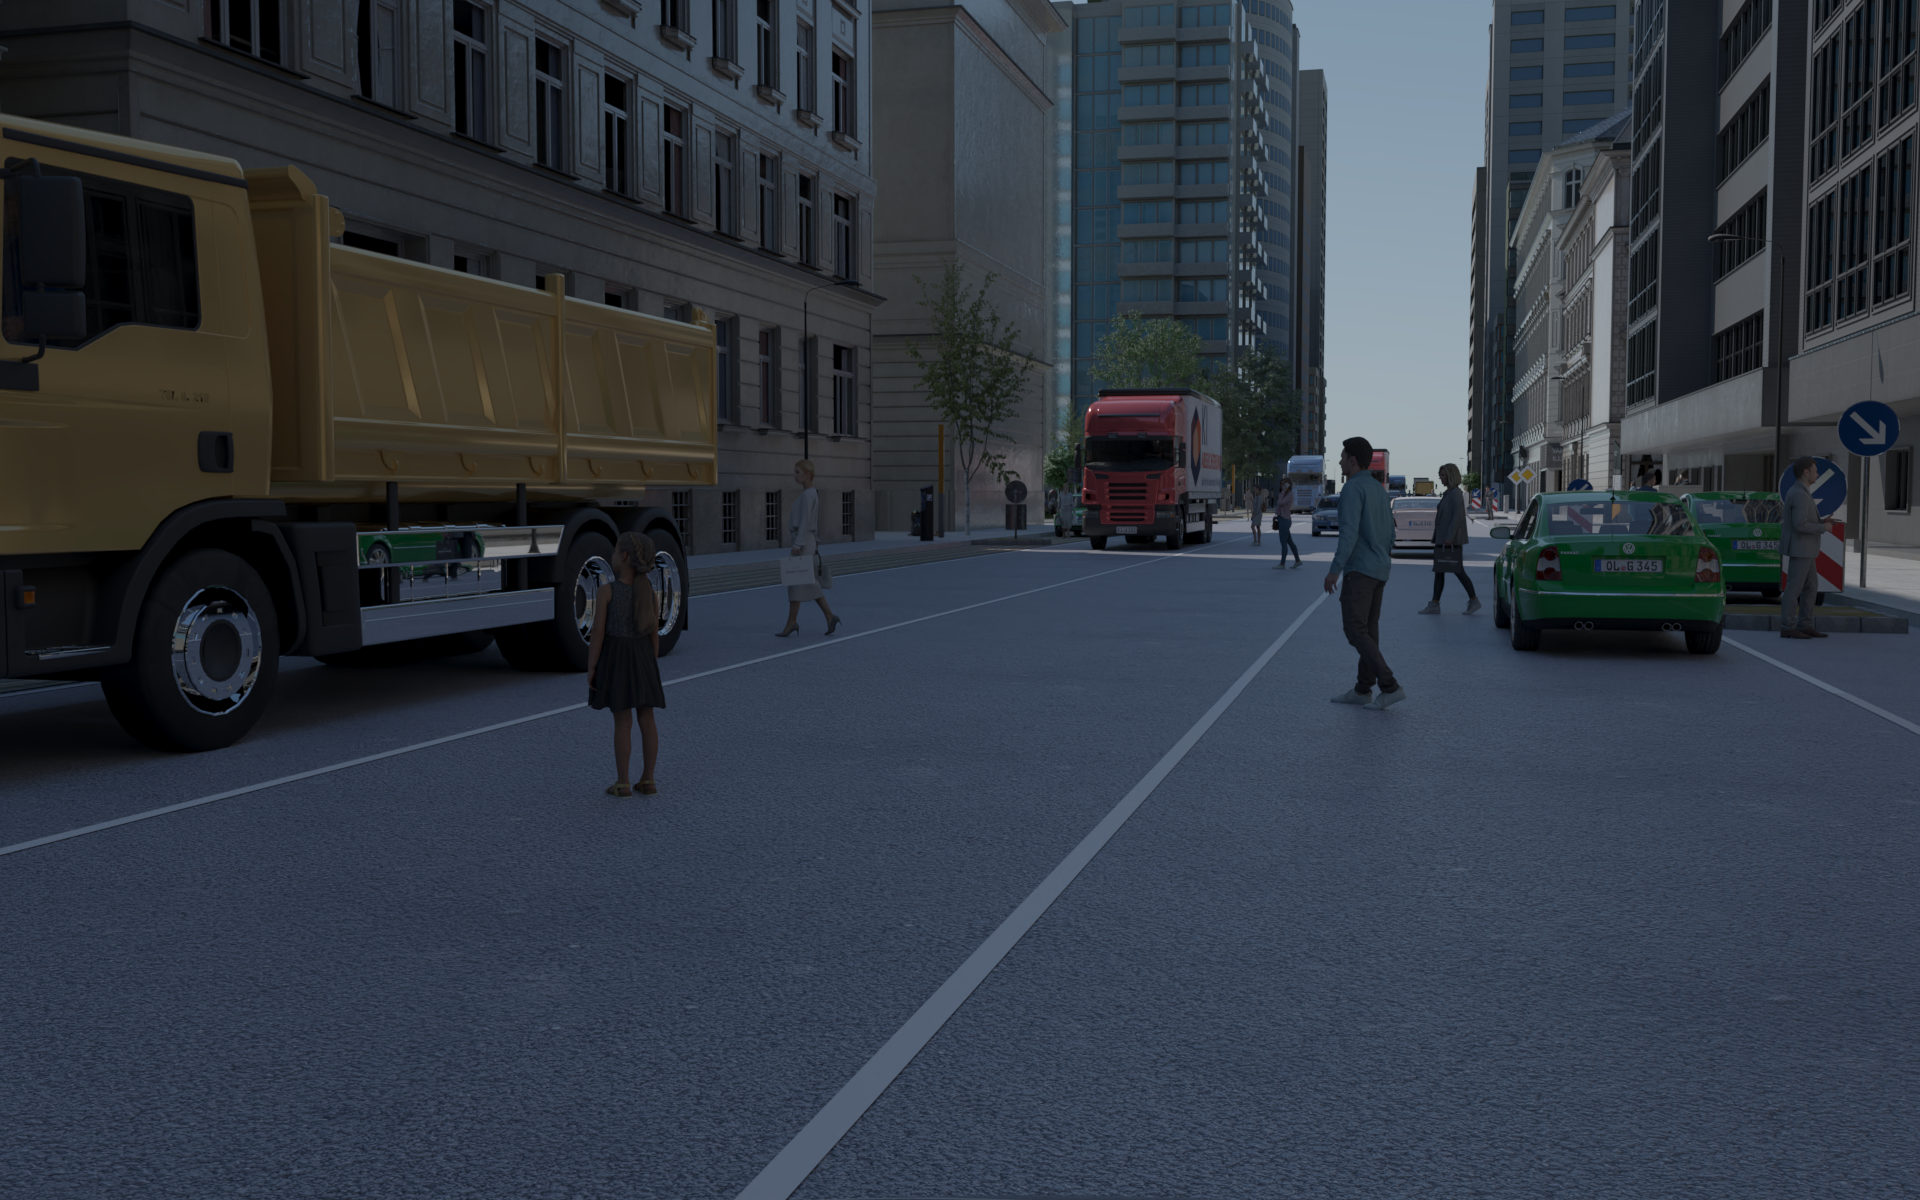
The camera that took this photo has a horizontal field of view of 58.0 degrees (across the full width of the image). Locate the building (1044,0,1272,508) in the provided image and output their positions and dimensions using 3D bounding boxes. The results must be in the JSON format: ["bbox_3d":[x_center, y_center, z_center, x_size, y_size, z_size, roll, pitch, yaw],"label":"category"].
[{"bbox_3d":[18.371,-33.723,170.979,23.786,49.044,30.456,1,4,15],"label":"building"}]

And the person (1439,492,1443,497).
[{"bbox_3d":[83.228,-17.838,299.777,1.348,1.869,0.705,0,4,3],"label":"person"}]

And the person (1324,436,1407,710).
[{"bbox_3d":[2.753,-0.191,11.646,0.620,1.820,0.660,2,4,34],"label":"person"}]

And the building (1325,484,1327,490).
[{"bbox_3d":[42.700,-35.917,279.130,32.217,40.220,23.993,1,4,15],"label":"building"}]

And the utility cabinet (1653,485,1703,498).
[{"bbox_3d":[17.883,-2.111,43.202,1.173,1.500,0.318,0,4,-7],"label":"utility cabinet"}]

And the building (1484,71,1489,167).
[{"bbox_3d":[95.675,-52.016,288.718,20.563,71.187,20.611,1,4,15],"label":"building"}]

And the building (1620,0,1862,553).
[{"bbox_3d":[28.473,-14.131,50.114,14.314,24.678,30.058,1,4,15],"label":"building"}]

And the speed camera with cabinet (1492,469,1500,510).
[{"bbox_3d":[42.321,-8.709,136.728,0.660,3.252,2.038,1,4,16],"label":"speed camera with cabinet"}]

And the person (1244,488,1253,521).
[{"bbox_3d":[15.482,-5.132,92.742,0.599,1.781,0.374,0,4,2],"label":"person"}]

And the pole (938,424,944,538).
[{"bbox_3d":[-0.545,-3.484,50.809,0.158,3.312,0.155,0,3,0],"label":"pole"}]

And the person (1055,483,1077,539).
[{"bbox_3d":[3.403,-2.825,55.047,0.694,1.780,0.624,1,4,17],"label":"person"}]

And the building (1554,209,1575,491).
[{"bbox_3d":[38.679,-14.078,94.801,10.561,19.102,19.286,1,4,15],"label":"building"}]

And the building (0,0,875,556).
[{"bbox_3d":[-13.022,-12.360,35.366,16.112,22.955,30.059,1,4,15],"label":"building"}]

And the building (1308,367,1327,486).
[{"bbox_3d":[38.719,-24.973,253.350,27.650,21.520,28.899,1,4,15],"label":"building"}]

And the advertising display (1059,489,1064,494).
[{"bbox_3d":[8.931,-8.941,151.397,0.123,1.923,0.974,2,4,35],"label":"advertising display"}]

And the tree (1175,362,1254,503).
[{"bbox_3d":[15.686,-10.927,113.068,7.601,10.594,8.767,1,4,15],"label":"tree"}]

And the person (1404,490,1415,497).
[{"bbox_3d":[40.660,-9.058,156.678,1.350,1.814,0.705,0,4,6],"label":"person"}]

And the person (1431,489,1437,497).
[{"bbox_3d":[33.477,-6.968,122.817,0.834,1.777,0.661,3,4,39],"label":"person"}]

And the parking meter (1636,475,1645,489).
[{"bbox_3d":[21.311,-2.962,54.136,0.255,1.863,0.399,-1,4,-9],"label":"parking meter"}]

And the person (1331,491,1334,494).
[{"bbox_3d":[58.830,-16.399,274.246,1.350,1.814,0.705,0,4,-3],"label":"person"}]

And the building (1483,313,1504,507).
[{"bbox_3d":[68.338,-20.251,176.143,27.650,21.520,28.899,1,4,15],"label":"building"}]

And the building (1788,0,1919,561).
[{"bbox_3d":[21.497,-14.059,23.367,14.314,27.812,24.014,1,4,15],"label":"building"}]

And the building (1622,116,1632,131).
[{"bbox_3d":[38.570,-13.082,78.515,19.286,19.102,10.561,1,4,15],"label":"building"}]

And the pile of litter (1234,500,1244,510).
[{"bbox_3d":[22.402,-7.795,141.419,1.719,0.858,1.176,1,4,13],"label":"pile of litter"}]

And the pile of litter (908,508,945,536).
[{"bbox_3d":[-1.056,-2.396,53.135,1.176,0.858,1.719,0,4,8],"label":"pile of litter"}]

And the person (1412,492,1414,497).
[{"bbox_3d":[75.828,-17.214,289.911,1.348,1.831,0.705,1,4,14],"label":"person"}]

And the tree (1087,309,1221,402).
[{"bbox_3d":[10.989,-10.467,96.891,9.928,11.665,9.643,0,3,0],"label":"tree"}]

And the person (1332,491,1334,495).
[{"bbox_3d":[60.283,-16.738,279.650,0.705,1.831,1.348,-1,4,-11],"label":"person"}]

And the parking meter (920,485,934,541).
[{"bbox_3d":[-0.906,-2.378,47.296,0.372,1.533,0.369,0,3,0],"label":"parking meter"}]

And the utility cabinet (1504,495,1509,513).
[{"bbox_3d":[36.493,-6.395,115.720,0.306,1.237,1.020,1,4,14],"label":"utility cabinet"}]

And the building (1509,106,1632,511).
[{"bbox_3d":[49.409,-21.296,124.602,17.030,29.872,44.131,1,4,15],"label":"building"}]

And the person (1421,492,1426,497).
[{"bbox_3d":[63.249,-13.894,236.466,0.742,1.727,0.445,-1,4,-15],"label":"person"}]

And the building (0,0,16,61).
[{"bbox_3d":[-17.232,-11.110,10.527,11.050,23.489,19.941,1,4,15],"label":"building"}]

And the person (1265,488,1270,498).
[{"bbox_3d":[29.061,-9.668,163.982,0.599,1.838,0.709,-3,4,-39],"label":"person"}]

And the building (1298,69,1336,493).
[{"bbox_3d":[54.440,-52.595,298.172,20.563,71.187,20.611,1,4,15],"label":"building"}]

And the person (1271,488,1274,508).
[{"bbox_3d":[28.530,-9.287,157.898,0.705,1.823,1.348,1,4,10],"label":"person"}]

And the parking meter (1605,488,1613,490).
[{"bbox_3d":[28.084,-4.079,75.104,0.372,1.533,0.369,0,3,0],"label":"parking meter"}]

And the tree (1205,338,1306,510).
[{"bbox_3d":[24.078,-14.476,143.335,9.857,13.997,8.962,0,3,0],"label":"tree"}]

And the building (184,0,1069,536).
[{"bbox_3d":[-12.072,-14.393,68.604,30.059,22.955,16.112,1,4,15],"label":"building"}]

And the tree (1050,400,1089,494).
[{"bbox_3d":[8.917,-11.160,132.826,4.737,8.622,4.395,0,3,0],"label":"tree"}]

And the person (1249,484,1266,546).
[{"bbox_3d":[8.243,-2.355,48.015,0.522,1.701,0.512,0,4,-1],"label":"person"}]

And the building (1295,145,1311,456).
[{"bbox_3d":[36.702,-34.791,218.942,14.600,45.320,14.200,1,4,15],"label":"building"}]

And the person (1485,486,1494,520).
[{"bbox_3d":[28.822,-5.264,94.369,0.447,1.846,0.655,-1,4,-15],"label":"person"}]

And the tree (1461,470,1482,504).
[{"bbox_3d":[68.309,-15.126,231.029,4.285,4.588,4.351,0,3,0],"label":"tree"}]

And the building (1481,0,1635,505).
[{"bbox_3d":[72.657,-40.450,203.355,21.231,58.520,28.212,1,4,15],"label":"building"}]

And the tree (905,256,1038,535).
[{"bbox_3d":[0.270,-6.308,53.501,4.737,8.622,4.395,0,3,0],"label":"tree"}]

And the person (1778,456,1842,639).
[{"bbox_3d":[8.426,-0.517,17.150,0.583,1.804,0.606,1,4,17],"label":"person"}]

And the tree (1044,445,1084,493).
[{"bbox_3d":[6.794,-8.039,115.154,4.285,4.588,4.351,0,3,0],"label":"tree"}]

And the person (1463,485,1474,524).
[{"bbox_3d":[23.612,-4.429,80.797,0.818,1.842,0.514,1,4,13],"label":"person"}]

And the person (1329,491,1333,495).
[{"bbox_3d":[57.486,-16.009,268.526,1.217,1.736,0.721,3,4,38],"label":"person"}]

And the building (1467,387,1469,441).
[{"bbox_3d":[92.548,-25.716,265.502,27.650,21.520,28.899,1,4,15],"label":"building"}]

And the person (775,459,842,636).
[{"bbox_3d":[-1.525,-0.524,17.421,0.624,1.780,0.694,1,4,12],"label":"person"}]

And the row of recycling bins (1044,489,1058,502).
[{"bbox_3d":[7.790,-8.948,153.418,3.534,1.692,1.069,0,4,-6],"label":"row of recycling bins"}]

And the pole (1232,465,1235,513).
[{"bbox_3d":[19.002,-7.739,120.374,0.158,3.312,0.155,0,3,0],"label":"pole"}]

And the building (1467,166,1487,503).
[{"bbox_3d":[82.168,-37.730,240.579,21.300,48.544,21.600,1,4,15],"label":"building"}]

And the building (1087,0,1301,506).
[{"bbox_3d":[27.060,-40.170,198.773,21.231,58.520,28.212,1,4,15],"label":"building"}]

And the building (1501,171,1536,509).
[{"bbox_3d":[56.248,-23.508,156.062,14.160,30.474,14.107,1,4,15],"label":"building"}]
